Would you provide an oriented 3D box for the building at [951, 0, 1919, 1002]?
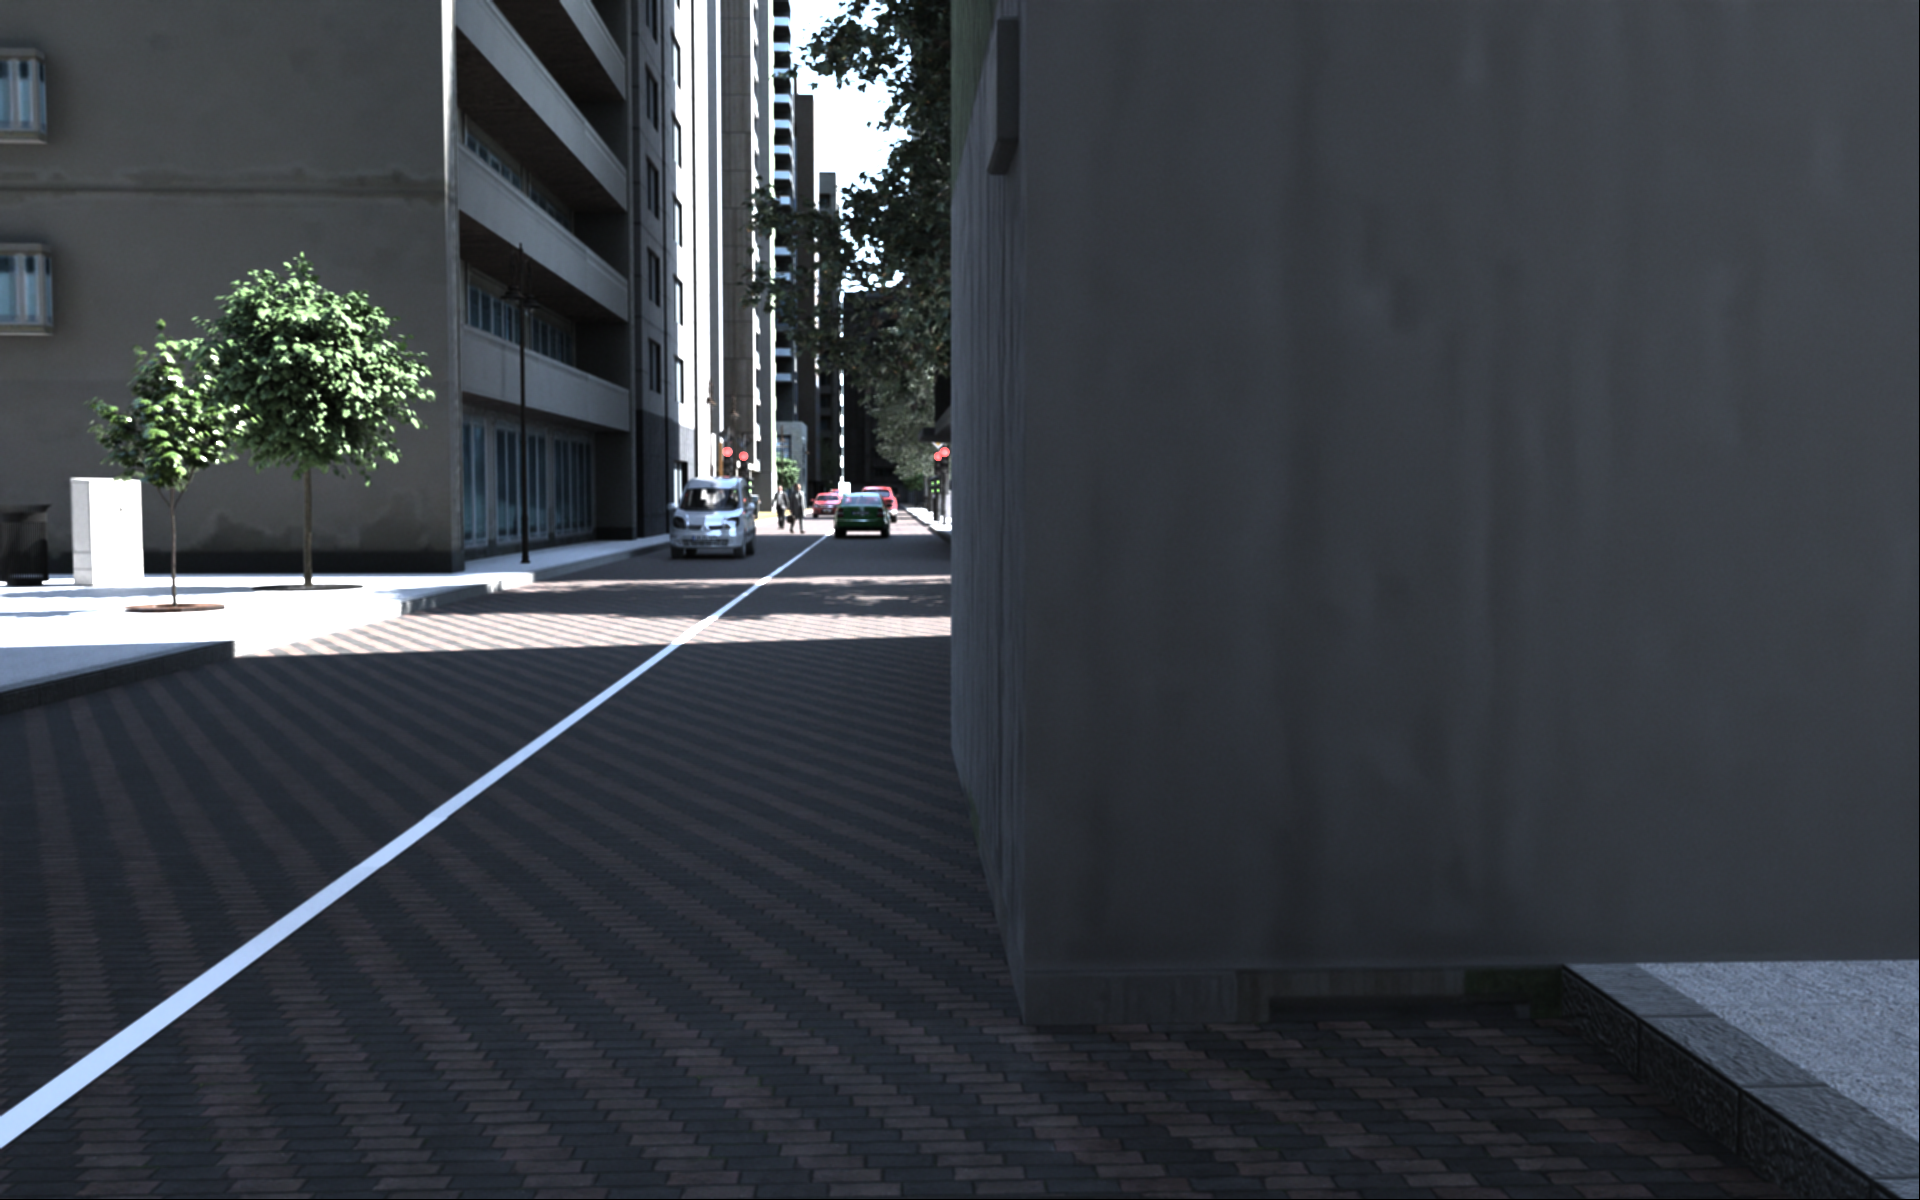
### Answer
[{"bbox_3d":[6.886,-19.997,10.539,14.154,41.232,14.086,0,4,-2],"label":"building"}]

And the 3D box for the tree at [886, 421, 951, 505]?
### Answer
[{"bbox_3d":[-3.410,-14.173,149.853,7.486,12.596,7.792,0,3,0],"label":"tree"}]

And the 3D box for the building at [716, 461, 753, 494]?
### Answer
[{"bbox_3d":[-27.927,-24.587,93.882,32.217,40.220,23.993,0,4,-2],"label":"building"}]

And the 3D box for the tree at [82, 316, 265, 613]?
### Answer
[{"bbox_3d":[-8.817,-1.496,19.060,1.663,3.219,1.824,0,3,0],"label":"tree"}]

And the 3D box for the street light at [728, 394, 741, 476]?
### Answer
[{"bbox_3d":[-10.193,-6.452,78.282,0.468,5.910,1.993,0,4,-2],"label":"street light"}]

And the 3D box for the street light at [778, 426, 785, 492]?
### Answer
[{"bbox_3d":[-11.807,-8.695,114.950,0.468,5.910,1.993,0,4,-2],"label":"street light"}]

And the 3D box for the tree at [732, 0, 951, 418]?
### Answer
[{"bbox_3d":[1.949,-6.623,25.292,9.611,12.733,9.660,0,3,0],"label":"tree"}]

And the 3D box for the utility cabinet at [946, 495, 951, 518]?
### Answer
[{"bbox_3d":[-0.570,-5.026,93.343,0.306,1.237,1.020,0,4,3],"label":"utility cabinet"}]

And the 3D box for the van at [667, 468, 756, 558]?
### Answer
[{"bbox_3d":[-5.674,-2.016,39.979,2.013,2.044,4.112,0,4,-2],"label":"van"}]

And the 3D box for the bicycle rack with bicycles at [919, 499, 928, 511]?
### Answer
[{"bbox_3d":[-1.785,-6.995,127.749,2.852,0.926,2.925,-2,4,-28],"label":"bicycle rack with bicycles"}]

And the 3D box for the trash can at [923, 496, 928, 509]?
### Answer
[{"bbox_3d":[-2.828,-8.227,146.170,0.748,1.137,0.748,0,3,0],"label":"trash can"}]

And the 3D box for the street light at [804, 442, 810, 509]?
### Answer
[{"bbox_3d":[-13.344,-10.929,151.483,0.468,5.910,1.993,0,4,-2],"label":"street light"}]

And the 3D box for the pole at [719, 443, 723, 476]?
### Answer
[{"bbox_3d":[-9.466,-4.574,68.630,0.158,3.312,0.155,0,3,0],"label":"pole"}]

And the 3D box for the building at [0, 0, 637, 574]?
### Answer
[{"bbox_3d":[-19.313,-25.250,36.541,21.300,48.544,21.600,0,4,-2],"label":"building"}]

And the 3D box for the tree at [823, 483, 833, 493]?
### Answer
[{"bbox_3d":[-17.727,-14.435,230.605,1.663,3.219,1.824,0,3,0],"label":"tree"}]

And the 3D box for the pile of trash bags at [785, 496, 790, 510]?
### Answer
[{"bbox_3d":[-14.288,-7.918,139.209,1.912,1.369,3.447,2,4,26],"label":"pile of trash bags"}]

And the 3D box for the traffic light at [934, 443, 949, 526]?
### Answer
[{"bbox_3d":[-0.652,-4.988,70.476,0.839,4.253,0.868,0,4,-2],"label":"traffic light"}]

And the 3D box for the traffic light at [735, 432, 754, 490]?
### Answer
[{"bbox_3d":[-9.703,-5.452,78.059,0.839,4.253,0.868,0,4,-2],"label":"traffic light"}]

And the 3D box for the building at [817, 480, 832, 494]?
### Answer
[{"bbox_3d":[-30.877,-34.377,216.694,28.867,44.769,22.147,0,4,-2],"label":"building"}]

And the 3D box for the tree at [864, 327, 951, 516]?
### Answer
[{"bbox_3d":[-1.984,-13.166,121.922,9.857,13.997,8.962,0,3,0],"label":"tree"}]

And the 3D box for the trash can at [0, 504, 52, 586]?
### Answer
[{"bbox_3d":[-13.112,-0.770,24.242,0.748,1.137,0.748,0,3,0],"label":"trash can"}]

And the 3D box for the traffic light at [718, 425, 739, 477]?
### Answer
[{"bbox_3d":[-9.355,-4.964,70.082,0.839,4.253,0.868,0,4,-2],"label":"traffic light"}]

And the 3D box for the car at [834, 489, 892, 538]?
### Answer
[{"bbox_3d":[-3.269,-3.029,58.328,1.959,1.807,4.718,0,4,-1],"label":"car"}]

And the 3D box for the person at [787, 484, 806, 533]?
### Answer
[{"bbox_3d":[-5.926,-3.336,63.150,0.694,1.812,0.767,-2,4,-31],"label":"person"}]

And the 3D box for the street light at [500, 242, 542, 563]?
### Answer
[{"bbox_3d":[-8.083,-3.624,32.037,0.468,5.910,1.993,0,4,-2],"label":"street light"}]

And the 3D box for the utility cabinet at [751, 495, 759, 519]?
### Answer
[{"bbox_3d":[-10.830,-4.744,88.720,1.020,1.237,0.306,-2,4,-29],"label":"utility cabinet"}]

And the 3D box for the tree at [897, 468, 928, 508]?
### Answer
[{"bbox_3d":[-4.082,-10.617,157.308,4.285,4.588,4.351,0,3,0],"label":"tree"}]

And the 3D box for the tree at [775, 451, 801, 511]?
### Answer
[{"bbox_3d":[-13.798,-9.070,132.001,4.285,4.588,4.351,0,3,0],"label":"tree"}]

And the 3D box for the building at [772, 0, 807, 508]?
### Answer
[{"bbox_3d":[-25.825,-52.207,166.262,22.319,86.520,31.000,0,4,-2],"label":"building"}]

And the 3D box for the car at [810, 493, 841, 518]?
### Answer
[{"bbox_3d":[-8.094,-5.948,106.294,2.155,1.783,4.494,0,4,-3],"label":"car"}]

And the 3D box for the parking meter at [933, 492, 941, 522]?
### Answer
[{"bbox_3d":[-1.078,-4.436,80.935,0.372,1.533,0.369,0,3,0],"label":"parking meter"}]

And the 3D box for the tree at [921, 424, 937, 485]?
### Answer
[{"bbox_3d":[-1.902,-11.041,130.887,4.737,8.622,4.395,0,3,0],"label":"tree"}]

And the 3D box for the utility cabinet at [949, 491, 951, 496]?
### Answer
[{"bbox_3d":[-0.288,-6.561,115.958,1.173,1.500,0.318,2,4,23],"label":"utility cabinet"}]

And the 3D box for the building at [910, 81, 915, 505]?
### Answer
[{"bbox_3d":[4.362,-41.167,215.080,21.231,58.520,28.212,0,4,-2],"label":"building"}]

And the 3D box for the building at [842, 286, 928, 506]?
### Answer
[{"bbox_3d":[-9.540,-28.885,243.976,14.107,30.474,14.160,0,4,-2],"label":"building"}]

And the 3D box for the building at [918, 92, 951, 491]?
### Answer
[{"bbox_3d":[10.354,-35.666,172.377,28.713,52.752,27.495,0,4,-2],"label":"building"}]

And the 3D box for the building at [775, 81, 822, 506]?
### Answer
[{"bbox_3d":[-22.579,-33.035,190.240,14.600,45.320,14.200,0,4,-2],"label":"building"}]

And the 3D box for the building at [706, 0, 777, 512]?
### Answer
[{"bbox_3d":[-20.428,-26.764,121.192,14.154,41.232,14.086,0,4,-2],"label":"building"}]

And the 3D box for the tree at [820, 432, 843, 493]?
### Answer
[{"bbox_3d":[-15.684,-15.392,202.021,4.737,8.622,4.395,0,3,0],"label":"tree"}]

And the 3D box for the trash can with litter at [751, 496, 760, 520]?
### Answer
[{"bbox_3d":[-10.326,-4.600,86.595,0.624,1.170,1.055,0,4,-1],"label":"trash can with litter"}]

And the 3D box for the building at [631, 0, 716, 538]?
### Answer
[{"bbox_3d":[-19.868,-37.927,58.364,20.611,71.187,20.563,0,4,-2],"label":"building"}]

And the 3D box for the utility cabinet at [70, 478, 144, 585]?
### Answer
[{"bbox_3d":[-12.049,-0.968,24.509,0.318,1.500,1.173,0,4,7],"label":"utility cabinet"}]

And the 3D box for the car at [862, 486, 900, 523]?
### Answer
[{"bbox_3d":[-4.217,-4.863,88.187,2.281,1.827,5.304,0,4,-2],"label":"car"}]

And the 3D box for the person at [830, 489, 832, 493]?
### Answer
[{"bbox_3d":[-9.236,-7.082,124.690,0.834,1.777,0.661,-1,4,-23],"label":"person"}]

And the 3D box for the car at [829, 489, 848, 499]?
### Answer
[{"bbox_3d":[-9.806,-8.011,139.660,2.281,1.827,5.304,0,4,-4],"label":"car"}]

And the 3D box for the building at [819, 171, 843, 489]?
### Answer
[{"bbox_3d":[-27.720,-38.088,246.437,21.600,48.544,21.300,0,4,-2],"label":"building"}]

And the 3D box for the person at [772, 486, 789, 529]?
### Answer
[{"bbox_3d":[-7.337,-3.780,70.709,0.661,1.777,0.834,0,4,-3],"label":"person"}]

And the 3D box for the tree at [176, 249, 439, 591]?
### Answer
[{"bbox_3d":[-8.790,-2.424,23.346,4.285,4.588,4.351,0,3,0],"label":"tree"}]

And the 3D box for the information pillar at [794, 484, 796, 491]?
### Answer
[{"bbox_3d":[-11.559,-7.207,122.326,0.304,2.012,0.304,1,4,8],"label":"information pillar"}]

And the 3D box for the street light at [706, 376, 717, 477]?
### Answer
[{"bbox_3d":[-9.808,-5.837,68.227,0.468,5.910,1.993,0,4,-2],"label":"street light"}]

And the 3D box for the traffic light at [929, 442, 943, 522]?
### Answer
[{"bbox_3d":[-1.001,-5.476,78.453,0.839,4.253,0.868,0,4,-2],"label":"traffic light"}]
